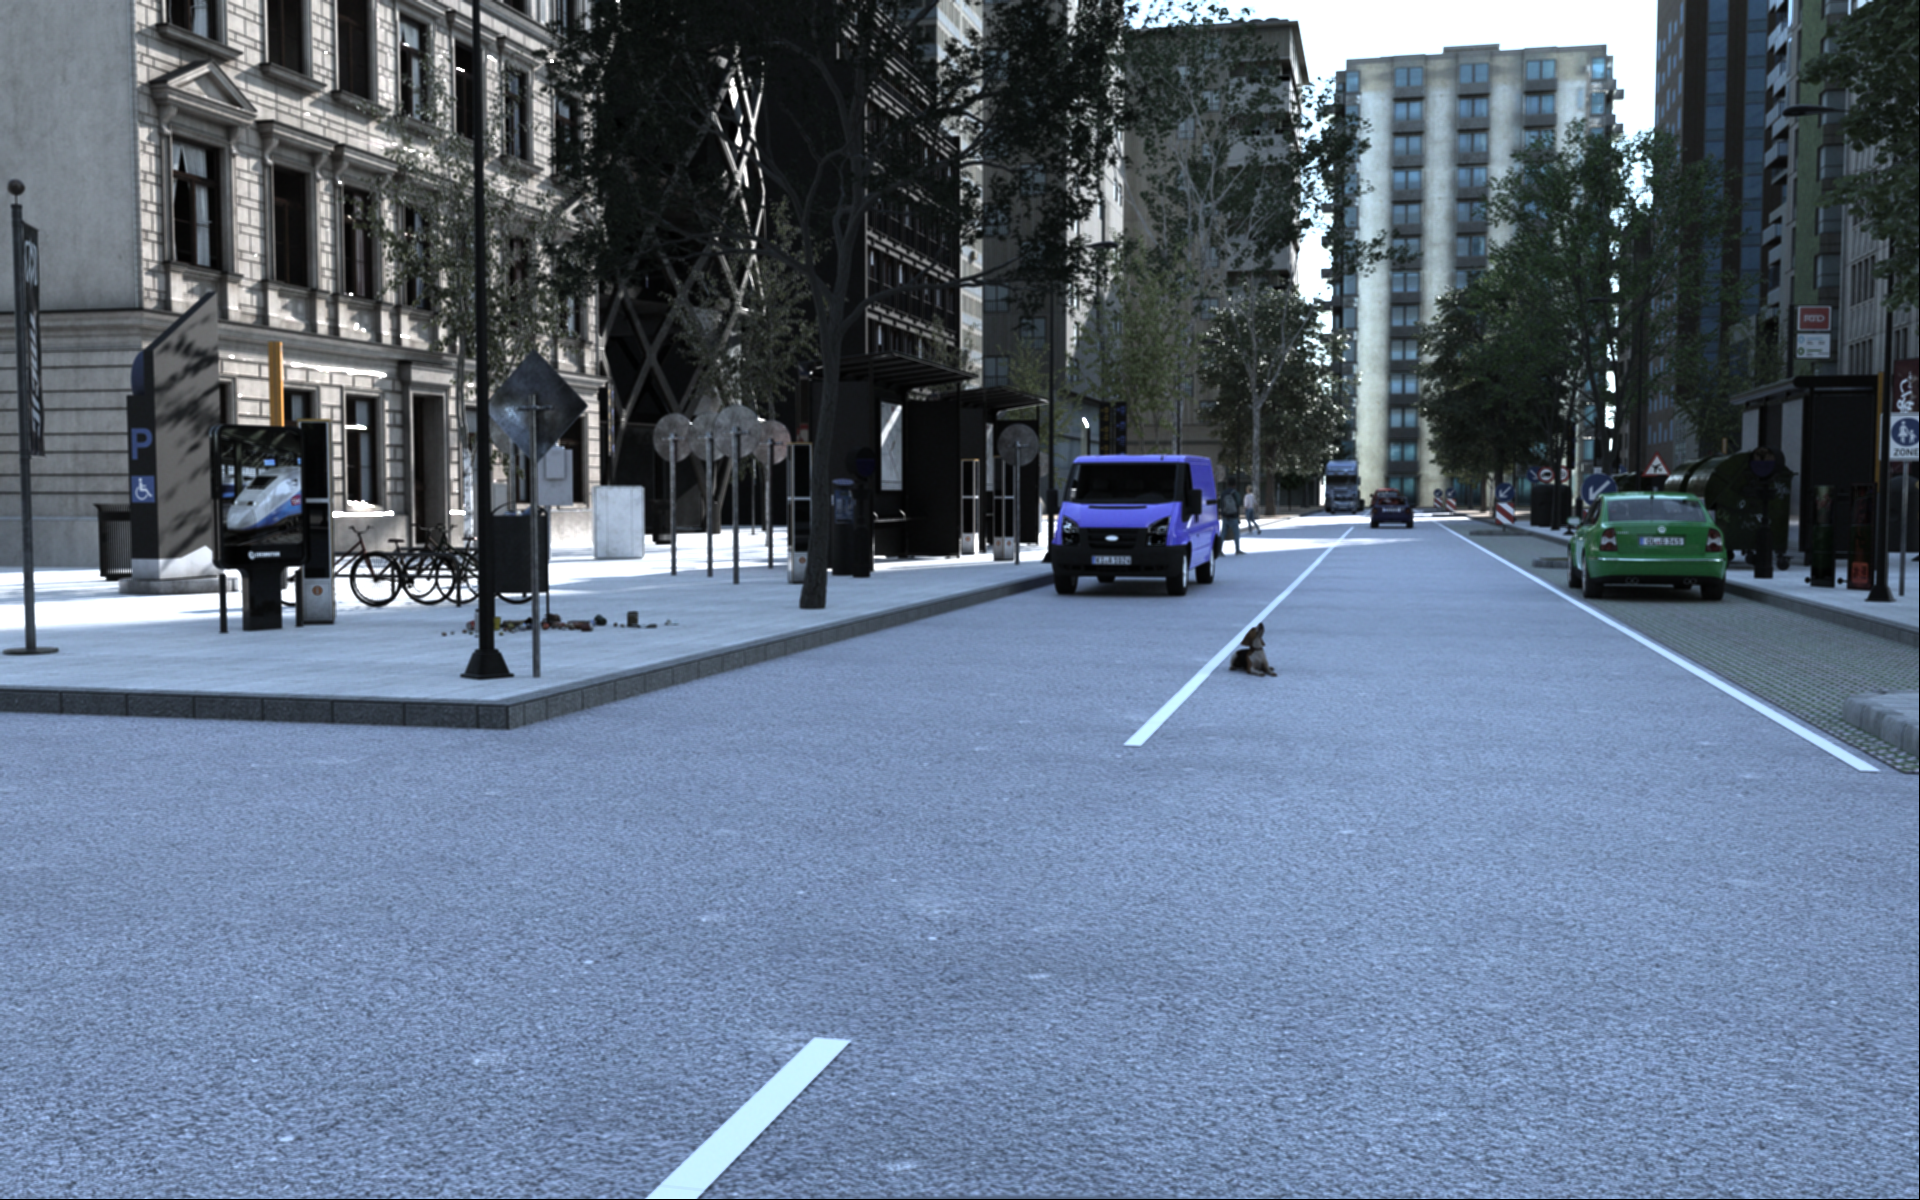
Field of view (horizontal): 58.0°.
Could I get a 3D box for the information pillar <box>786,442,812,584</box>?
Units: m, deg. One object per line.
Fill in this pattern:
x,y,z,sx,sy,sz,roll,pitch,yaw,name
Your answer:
-2.295,-1.242,24.794,0.304,2.012,0.304,-1,4,-19,information pillar

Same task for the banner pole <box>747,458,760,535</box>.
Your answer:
-6.430,-3.916,54.041,0.401,3.779,0.863,0,4,2,banner pole

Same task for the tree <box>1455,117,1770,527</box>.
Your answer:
17.672,-7.412,46.943,9.928,11.665,9.643,0,3,0,tree

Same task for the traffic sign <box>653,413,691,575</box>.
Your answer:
-4.525,-1.663,27.300,0.768,2.556,0.104,1,4,22,traffic sign

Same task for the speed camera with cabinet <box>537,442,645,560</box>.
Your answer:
-7.262,-2.426,34.002,2.038,3.252,0.660,-1,4,-17,speed camera with cabinet

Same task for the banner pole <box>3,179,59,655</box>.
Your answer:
-7.561,-1.473,14.098,0.401,3.779,0.863,-1,4,-14,banner pole

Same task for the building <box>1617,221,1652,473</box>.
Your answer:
75.294,-24.794,177.076,14.107,30.474,14.160,1,4,14,building

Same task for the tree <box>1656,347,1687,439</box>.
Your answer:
32.235,-7.588,74.425,4.737,8.622,4.395,0,3,0,tree

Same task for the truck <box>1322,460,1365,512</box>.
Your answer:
31.824,-9.364,142.852,2.967,4.110,18.799,1,4,15,truck

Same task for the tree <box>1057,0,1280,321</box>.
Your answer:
9.187,-12.667,62.994,12.611,20.169,13.585,0,3,0,tree

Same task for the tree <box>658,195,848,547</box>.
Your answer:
-4.916,-5.609,42.072,4.360,8.622,3.978,0,3,0,tree

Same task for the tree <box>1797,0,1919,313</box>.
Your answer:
11.130,-5.952,15.448,7.486,12.596,7.792,0,3,0,tree

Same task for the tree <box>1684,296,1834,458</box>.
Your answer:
30.594,-7.040,65.474,4.737,8.622,4.395,0,3,0,tree

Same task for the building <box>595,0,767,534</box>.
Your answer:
-15.309,-11.627,57.554,16.820,18.784,16.811,1,4,14,building

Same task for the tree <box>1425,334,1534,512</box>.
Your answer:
37.407,-12.467,121.964,7.486,12.596,7.792,0,3,0,tree

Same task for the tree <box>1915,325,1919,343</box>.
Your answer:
29.141,-6.046,49.212,4.737,8.622,4.395,0,3,0,tree

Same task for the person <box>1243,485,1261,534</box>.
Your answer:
10.416,-3.196,61.434,0.598,1.740,0.731,2,4,33,person

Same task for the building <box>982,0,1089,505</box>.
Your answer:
-1.864,-33.540,137.610,27.495,52.752,28.713,1,4,14,building

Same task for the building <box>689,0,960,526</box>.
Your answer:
-7.854,-15.195,78.111,12.332,23.373,15.834,1,4,14,building

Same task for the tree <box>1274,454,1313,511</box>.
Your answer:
25.254,-9.119,132.816,4.285,4.588,4.351,0,3,0,tree

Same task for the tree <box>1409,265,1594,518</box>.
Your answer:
29.278,-11.465,94.106,9.857,13.997,8.962,0,3,0,tree

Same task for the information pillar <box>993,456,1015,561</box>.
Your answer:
0.846,-1.763,33.309,0.304,2.012,0.304,-3,5,-40,information pillar

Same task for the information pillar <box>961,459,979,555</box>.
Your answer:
0.212,-1.964,36.605,0.304,2.012,0.304,1,4,18,information pillar

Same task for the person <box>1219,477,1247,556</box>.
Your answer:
6.154,-1.900,39.552,0.713,1.824,0.794,-2,4,-26,person

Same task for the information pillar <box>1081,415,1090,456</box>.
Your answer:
3.709,-3.671,51.374,0.183,3.616,0.504,-1,4,-21,information pillar

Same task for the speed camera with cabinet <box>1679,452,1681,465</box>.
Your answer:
32.894,-5.268,80.462,2.038,3.252,0.660,-1,4,-10,speed camera with cabinet

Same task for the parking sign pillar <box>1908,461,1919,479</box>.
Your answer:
30.901,-4.195,57.059,1.447,3.967,1.447,1,4,22,parking sign pillar

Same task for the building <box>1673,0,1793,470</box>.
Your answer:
58.781,-48.481,105.334,22.319,86.520,31.000,1,4,14,building

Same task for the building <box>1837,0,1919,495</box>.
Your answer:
43.366,-15.251,67.376,12.078,24.808,19.932,1,4,14,building

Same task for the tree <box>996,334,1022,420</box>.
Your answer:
3.371,-7.855,78.791,4.737,8.622,4.395,0,3,0,tree

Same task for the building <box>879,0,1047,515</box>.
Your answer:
-11.914,-25.177,103.531,32.217,40.220,23.993,1,4,14,building

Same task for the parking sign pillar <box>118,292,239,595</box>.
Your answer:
-10.239,-2.087,22.601,1.447,3.967,1.447,1,4,13,parking sign pillar

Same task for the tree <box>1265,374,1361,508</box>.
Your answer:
31.967,-14.855,159.893,9.611,12.733,9.660,0,3,0,tree

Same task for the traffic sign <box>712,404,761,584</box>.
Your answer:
-3.195,-1.501,24.641,0.768,2.556,0.104,1,4,20,traffic sign

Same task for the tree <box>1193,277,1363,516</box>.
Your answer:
18.326,-11.905,101.309,9.857,13.997,8.962,0,3,0,tree

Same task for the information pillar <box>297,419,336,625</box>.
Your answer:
-6.339,-0.770,17.076,0.304,2.012,0.304,-1,4,-16,information pillar

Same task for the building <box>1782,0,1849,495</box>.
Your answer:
48.822,-24.600,85.810,14.154,41.232,14.086,1,4,14,building

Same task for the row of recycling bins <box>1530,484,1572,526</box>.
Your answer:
24.392,-3.924,71.277,1.069,1.692,3.534,2,4,35,row of recycling bins

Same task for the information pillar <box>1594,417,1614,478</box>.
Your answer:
19.655,-3.777,53.104,0.504,3.616,0.183,-1,4,-10,information pillar

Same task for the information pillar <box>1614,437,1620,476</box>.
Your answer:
27.085,-4.907,71.582,0.183,3.616,0.504,0,4,-6,information pillar

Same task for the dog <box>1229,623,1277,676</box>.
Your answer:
2.421,0.379,13.993,0.550,0.427,0.748,2,4,33,dog

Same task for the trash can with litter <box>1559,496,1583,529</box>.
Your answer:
22.949,-3.230,63.865,1.678,1.210,2.233,1,4,21,trash can with litter

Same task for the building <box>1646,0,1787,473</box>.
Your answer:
60.175,-29.328,129.632,14.600,45.320,14.200,1,4,14,building

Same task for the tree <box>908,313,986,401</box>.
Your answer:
-0.412,-7.317,69.988,4.360,8.622,3.978,0,3,0,tree

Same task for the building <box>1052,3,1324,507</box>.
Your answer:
26.942,-37.103,195.869,27.495,52.752,28.713,1,4,14,building

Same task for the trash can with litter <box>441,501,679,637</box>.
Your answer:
-3.780,-0.332,16.486,2.233,1.210,1.678,-1,4,-16,trash can with litter

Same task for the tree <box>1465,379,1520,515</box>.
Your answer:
31.943,-9.387,103.838,4.737,8.622,4.395,0,3,0,tree

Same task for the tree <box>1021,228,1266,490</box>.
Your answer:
4.966,-5.920,47.154,4.737,8.622,4.395,0,3,0,tree

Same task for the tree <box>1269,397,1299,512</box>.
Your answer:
22.060,-10.424,120.797,4.737,8.622,4.395,0,3,0,tree

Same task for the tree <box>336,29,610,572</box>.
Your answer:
-7.898,-4.778,28.489,4.360,8.622,3.978,0,3,0,tree

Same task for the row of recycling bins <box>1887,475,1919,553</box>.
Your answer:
22.192,-1.911,38.352,3.534,1.692,1.069,0,3,0,row of recycling bins

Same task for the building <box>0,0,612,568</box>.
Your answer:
-16.417,-10.681,39.264,10.561,19.102,19.286,1,4,14,building

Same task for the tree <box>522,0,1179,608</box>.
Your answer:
-1.349,-5.173,18.996,7.601,10.594,8.767,1,4,23,tree

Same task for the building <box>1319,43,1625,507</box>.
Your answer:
54.713,-34.732,187.477,30.456,49.044,23.786,1,4,14,building

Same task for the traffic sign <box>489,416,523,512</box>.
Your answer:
-5.821,-1.373,22.547,0.768,2.556,0.104,1,4,19,traffic sign
